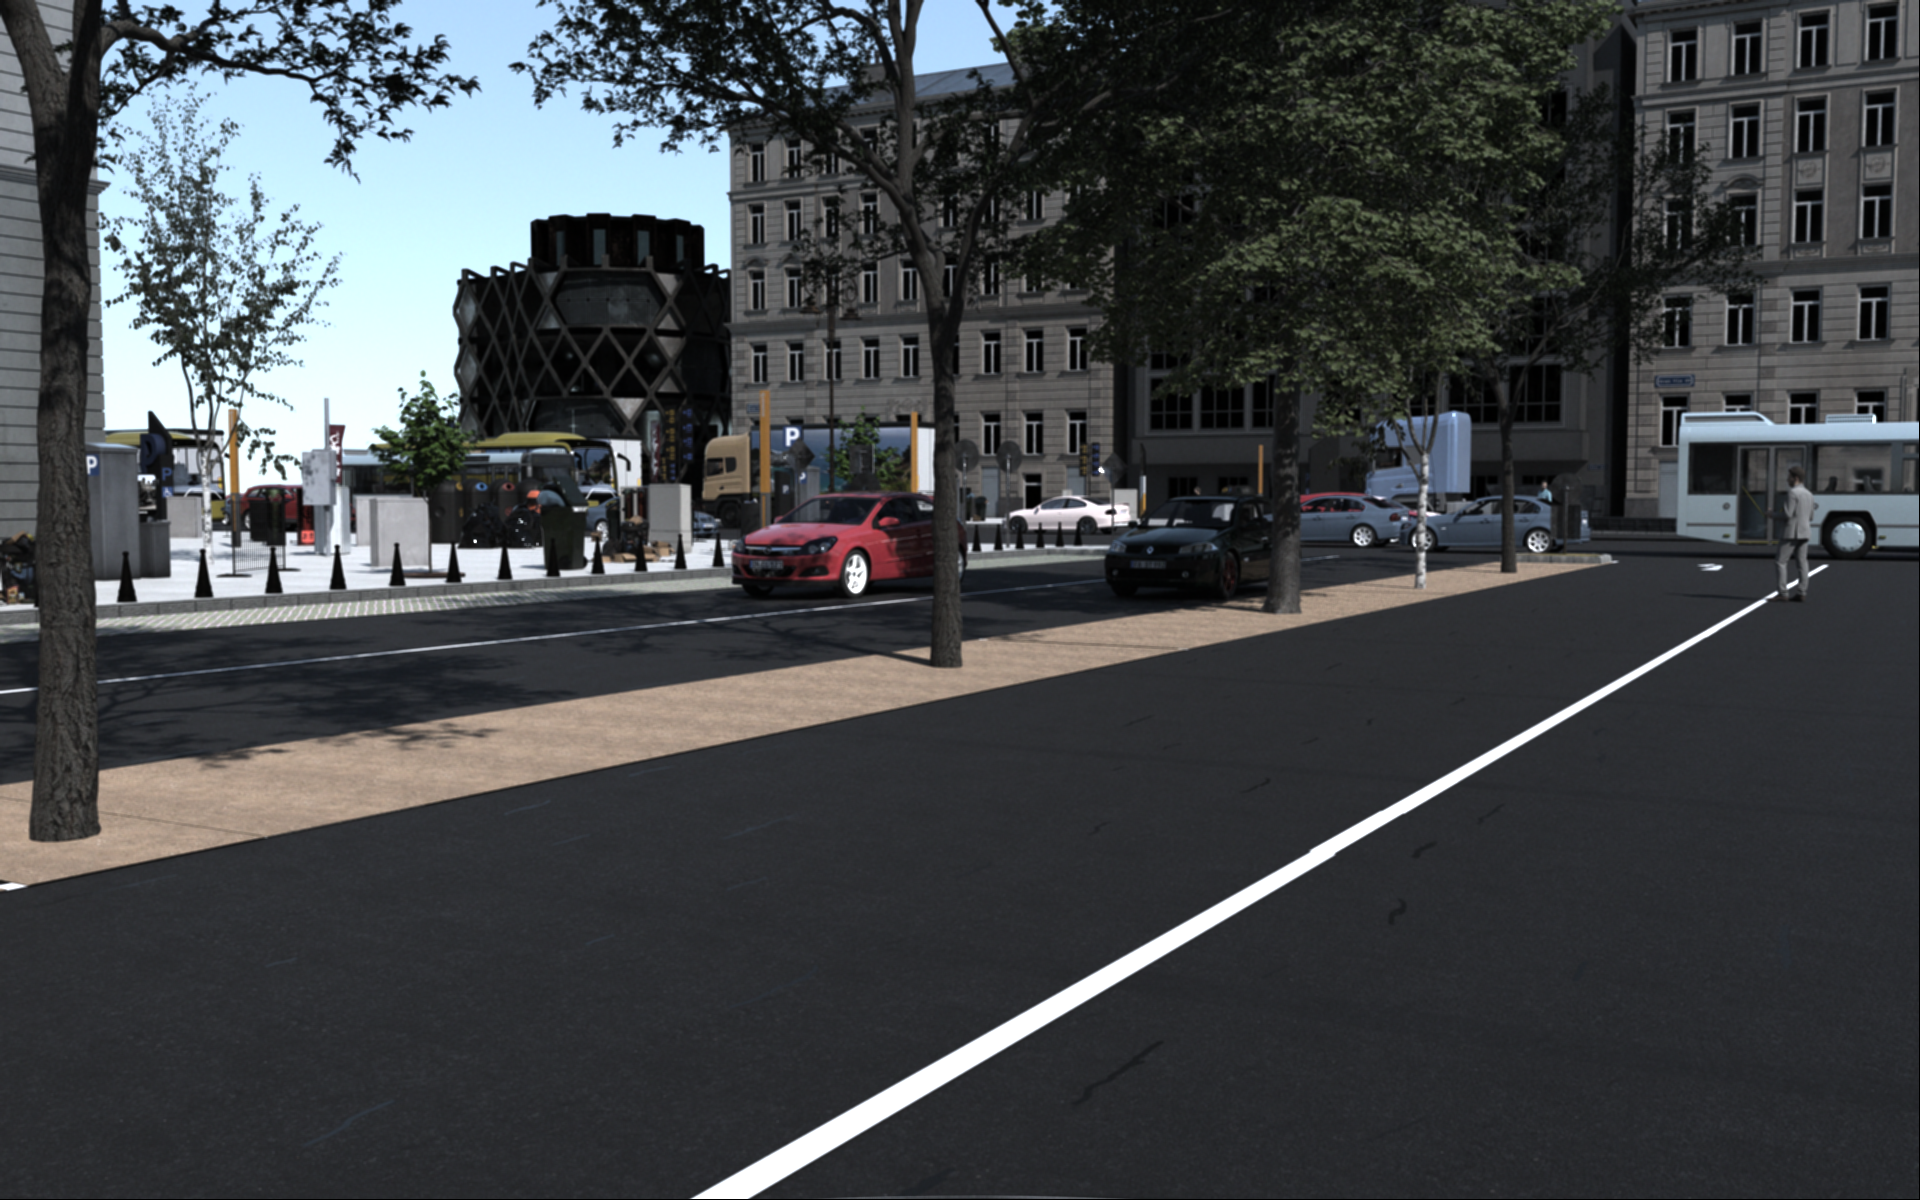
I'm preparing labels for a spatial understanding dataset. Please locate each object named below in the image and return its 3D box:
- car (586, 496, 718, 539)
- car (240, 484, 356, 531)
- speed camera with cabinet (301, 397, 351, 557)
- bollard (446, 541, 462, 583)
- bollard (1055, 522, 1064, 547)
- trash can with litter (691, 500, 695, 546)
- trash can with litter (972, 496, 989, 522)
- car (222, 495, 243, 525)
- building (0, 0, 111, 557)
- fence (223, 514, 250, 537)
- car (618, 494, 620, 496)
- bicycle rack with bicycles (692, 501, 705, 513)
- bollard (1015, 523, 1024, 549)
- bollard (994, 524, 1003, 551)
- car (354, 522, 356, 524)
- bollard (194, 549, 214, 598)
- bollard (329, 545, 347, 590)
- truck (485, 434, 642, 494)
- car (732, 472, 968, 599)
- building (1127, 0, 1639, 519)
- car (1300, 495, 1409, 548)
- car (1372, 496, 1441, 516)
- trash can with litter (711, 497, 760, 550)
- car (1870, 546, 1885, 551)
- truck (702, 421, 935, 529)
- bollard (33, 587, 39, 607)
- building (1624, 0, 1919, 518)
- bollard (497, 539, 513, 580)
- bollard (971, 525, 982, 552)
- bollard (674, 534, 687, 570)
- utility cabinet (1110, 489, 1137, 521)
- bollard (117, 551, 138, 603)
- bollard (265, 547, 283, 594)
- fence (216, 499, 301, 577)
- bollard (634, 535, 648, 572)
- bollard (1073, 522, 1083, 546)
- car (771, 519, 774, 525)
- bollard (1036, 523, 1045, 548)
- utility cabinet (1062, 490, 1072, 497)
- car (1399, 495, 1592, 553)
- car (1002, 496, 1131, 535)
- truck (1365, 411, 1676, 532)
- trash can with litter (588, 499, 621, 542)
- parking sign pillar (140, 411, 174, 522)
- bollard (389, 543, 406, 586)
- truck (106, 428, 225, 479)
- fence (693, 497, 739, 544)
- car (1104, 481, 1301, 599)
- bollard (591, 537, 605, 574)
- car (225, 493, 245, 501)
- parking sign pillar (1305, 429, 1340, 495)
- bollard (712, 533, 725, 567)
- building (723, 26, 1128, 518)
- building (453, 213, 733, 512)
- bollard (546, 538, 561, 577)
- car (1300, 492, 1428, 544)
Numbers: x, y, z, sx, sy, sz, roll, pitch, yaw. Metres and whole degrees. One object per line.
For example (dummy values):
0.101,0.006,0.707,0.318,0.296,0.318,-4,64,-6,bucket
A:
-9.790,-2.625,54.926,4.499,1.417,2.014,2,4,28,car
-25.697,-3.577,67.157,5.304,1.827,2.281,2,4,29,car
-13.258,-2.561,36.206,0.660,3.252,2.038,-1,4,-9,speed camera with cabinet
-7.329,-0.552,25.061,0.229,0.601,0.229,0,3,0,bollard
2.426,-1.594,42.110,0.229,0.601,0.229,0,3,0,bollard
-6.917,-1.902,42.483,0.624,1.170,1.055,-2,4,-33,trash can with litter
0.942,-4.268,81.175,0.624,1.170,1.055,1,4,18,trash can with litter
-32.230,-4.133,79.581,4.499,1.417,2.014,2,4,31,car
-33.822,-16.001,39.107,29.804,29.767,11.434,2,4,30,building
-21.468,-2.283,52.699,0.278,0.683,2.069,2,4,29,fence
-14.476,-3.907,74.104,3.980,1.641,2.015,2,4,31,car
-14.787,-5.106,96.862,2.852,0.926,2.925,3,5,44,bicycle rack with bicycles
1.391,-1.484,40.311,0.229,0.601,0.229,0,3,0,bollard
0.874,-1.429,39.410,0.229,0.601,0.229,0,3,0,bollard
-30.264,-4.265,81.529,4.920,1.459,2.131,2,4,31,car
-9.382,-0.332,21.474,0.229,0.601,0.229,0,3,0,bollard
-8.361,-0.442,23.266,0.229,0.601,0.229,0,3,0,bollard
-20.717,-5.871,84.902,11.283,4.237,2.839,2,4,29,truck
-1.546,-0.993,25.279,2.155,1.783,4.494,2,4,29,car
21.690,-18.003,87.856,24.014,27.812,14.314,2,4,30,building
10.007,-2.156,47.257,4.499,1.417,2.014,2,4,29,car
13.329,-2.625,55.273,4.827,1.381,2.083,2,4,30,car
-4.489,-1.764,39.904,2.233,1.210,1.678,1,4,16,trash can with litter
24.512,-2.080,43.602,3.694,1.707,1.945,2,4,29,car
-5.964,-4.985,70.418,11.283,4.237,2.839,2,4,31,truck
-10.410,-0.222,19.679,0.229,0.601,0.229,0,3,0,bollard
42.874,-16.996,75.148,25.104,27.353,12.463,2,4,30,building
-6.822,-0.606,25.954,0.229,0.601,0.229,0,3,0,bollard
0.368,-1.375,38.516,0.229,0.601,0.229,0,3,0,bollard
-4.769,-0.825,29.534,0.229,0.601,0.229,0,3,0,bollard
7.394,-4.249,78.147,1.173,1.500,0.318,1,4,16,utility cabinet
-9.902,-0.277,20.572,0.229,0.601,0.229,0,3,0,bollard
-8.868,-0.387,22.370,0.229,0.601,0.229,0,3,0,bollard
-11.259,-1.017,27.829,0.480,1.192,2.264,0,4,-1,fence
-5.279,-0.771,28.642,0.229,0.601,0.229,0,3,0,bollard
2.930,-1.649,43.005,0.229,0.601,0.229,0,3,0,bollard
-7.657,-4.079,76.470,4.222,1.686,2.009,2,4,31,car
1.909,-1.540,41.213,0.229,0.601,0.229,0,3,0,bollard
7.171,-6.360,112.672,1.173,1.500,0.318,3,4,38,utility cabinet
12.987,-1.846,42.188,4.499,1.417,2.014,2,4,30,car
3.807,-3.068,62.518,4.827,1.381,2.083,2,4,31,car
21.506,-3.929,54.004,18.799,4.110,2.967,2,4,28,truck
-9.535,-2.167,46.811,1.055,1.170,0.624,0,4,-7,trash can with litter
-25.774,-4.106,55.606,1.447,3.967,1.447,3,5,39,parking sign pillar
-7.850,-0.496,24.157,0.229,0.601,0.229,0,3,0,bollard
-37.652,-5.418,77.495,11.283,4.237,2.839,2,4,29,truck
-6.424,-2.117,45.821,0.480,1.192,2.264,-3,4,-39,fence
3.584,-0.939,25.134,2.009,1.686,4.222,2,4,30,car
-5.801,-0.716,27.741,0.229,0.601,0.229,0,3,0,bollard
-35.951,-4.854,88.396,4.494,1.783,2.155,2,4,32,car
14.690,-5.002,70.252,1.447,3.967,1.447,-1,4,-15,parking sign pillar
-4.249,-0.881,30.449,0.229,0.601,0.229,0,3,0,bollard
-0.048,-18.474,99.308,25.104,27.353,12.463,2,4,30,building
-22.538,-15.111,114.517,16.811,18.784,16.820,2,4,30,building
-6.309,-0.661,26.848,0.229,0.601,0.229,0,3,0,bollard
11.718,-2.565,50.980,4.494,1.783,2.155,2,4,31,car
